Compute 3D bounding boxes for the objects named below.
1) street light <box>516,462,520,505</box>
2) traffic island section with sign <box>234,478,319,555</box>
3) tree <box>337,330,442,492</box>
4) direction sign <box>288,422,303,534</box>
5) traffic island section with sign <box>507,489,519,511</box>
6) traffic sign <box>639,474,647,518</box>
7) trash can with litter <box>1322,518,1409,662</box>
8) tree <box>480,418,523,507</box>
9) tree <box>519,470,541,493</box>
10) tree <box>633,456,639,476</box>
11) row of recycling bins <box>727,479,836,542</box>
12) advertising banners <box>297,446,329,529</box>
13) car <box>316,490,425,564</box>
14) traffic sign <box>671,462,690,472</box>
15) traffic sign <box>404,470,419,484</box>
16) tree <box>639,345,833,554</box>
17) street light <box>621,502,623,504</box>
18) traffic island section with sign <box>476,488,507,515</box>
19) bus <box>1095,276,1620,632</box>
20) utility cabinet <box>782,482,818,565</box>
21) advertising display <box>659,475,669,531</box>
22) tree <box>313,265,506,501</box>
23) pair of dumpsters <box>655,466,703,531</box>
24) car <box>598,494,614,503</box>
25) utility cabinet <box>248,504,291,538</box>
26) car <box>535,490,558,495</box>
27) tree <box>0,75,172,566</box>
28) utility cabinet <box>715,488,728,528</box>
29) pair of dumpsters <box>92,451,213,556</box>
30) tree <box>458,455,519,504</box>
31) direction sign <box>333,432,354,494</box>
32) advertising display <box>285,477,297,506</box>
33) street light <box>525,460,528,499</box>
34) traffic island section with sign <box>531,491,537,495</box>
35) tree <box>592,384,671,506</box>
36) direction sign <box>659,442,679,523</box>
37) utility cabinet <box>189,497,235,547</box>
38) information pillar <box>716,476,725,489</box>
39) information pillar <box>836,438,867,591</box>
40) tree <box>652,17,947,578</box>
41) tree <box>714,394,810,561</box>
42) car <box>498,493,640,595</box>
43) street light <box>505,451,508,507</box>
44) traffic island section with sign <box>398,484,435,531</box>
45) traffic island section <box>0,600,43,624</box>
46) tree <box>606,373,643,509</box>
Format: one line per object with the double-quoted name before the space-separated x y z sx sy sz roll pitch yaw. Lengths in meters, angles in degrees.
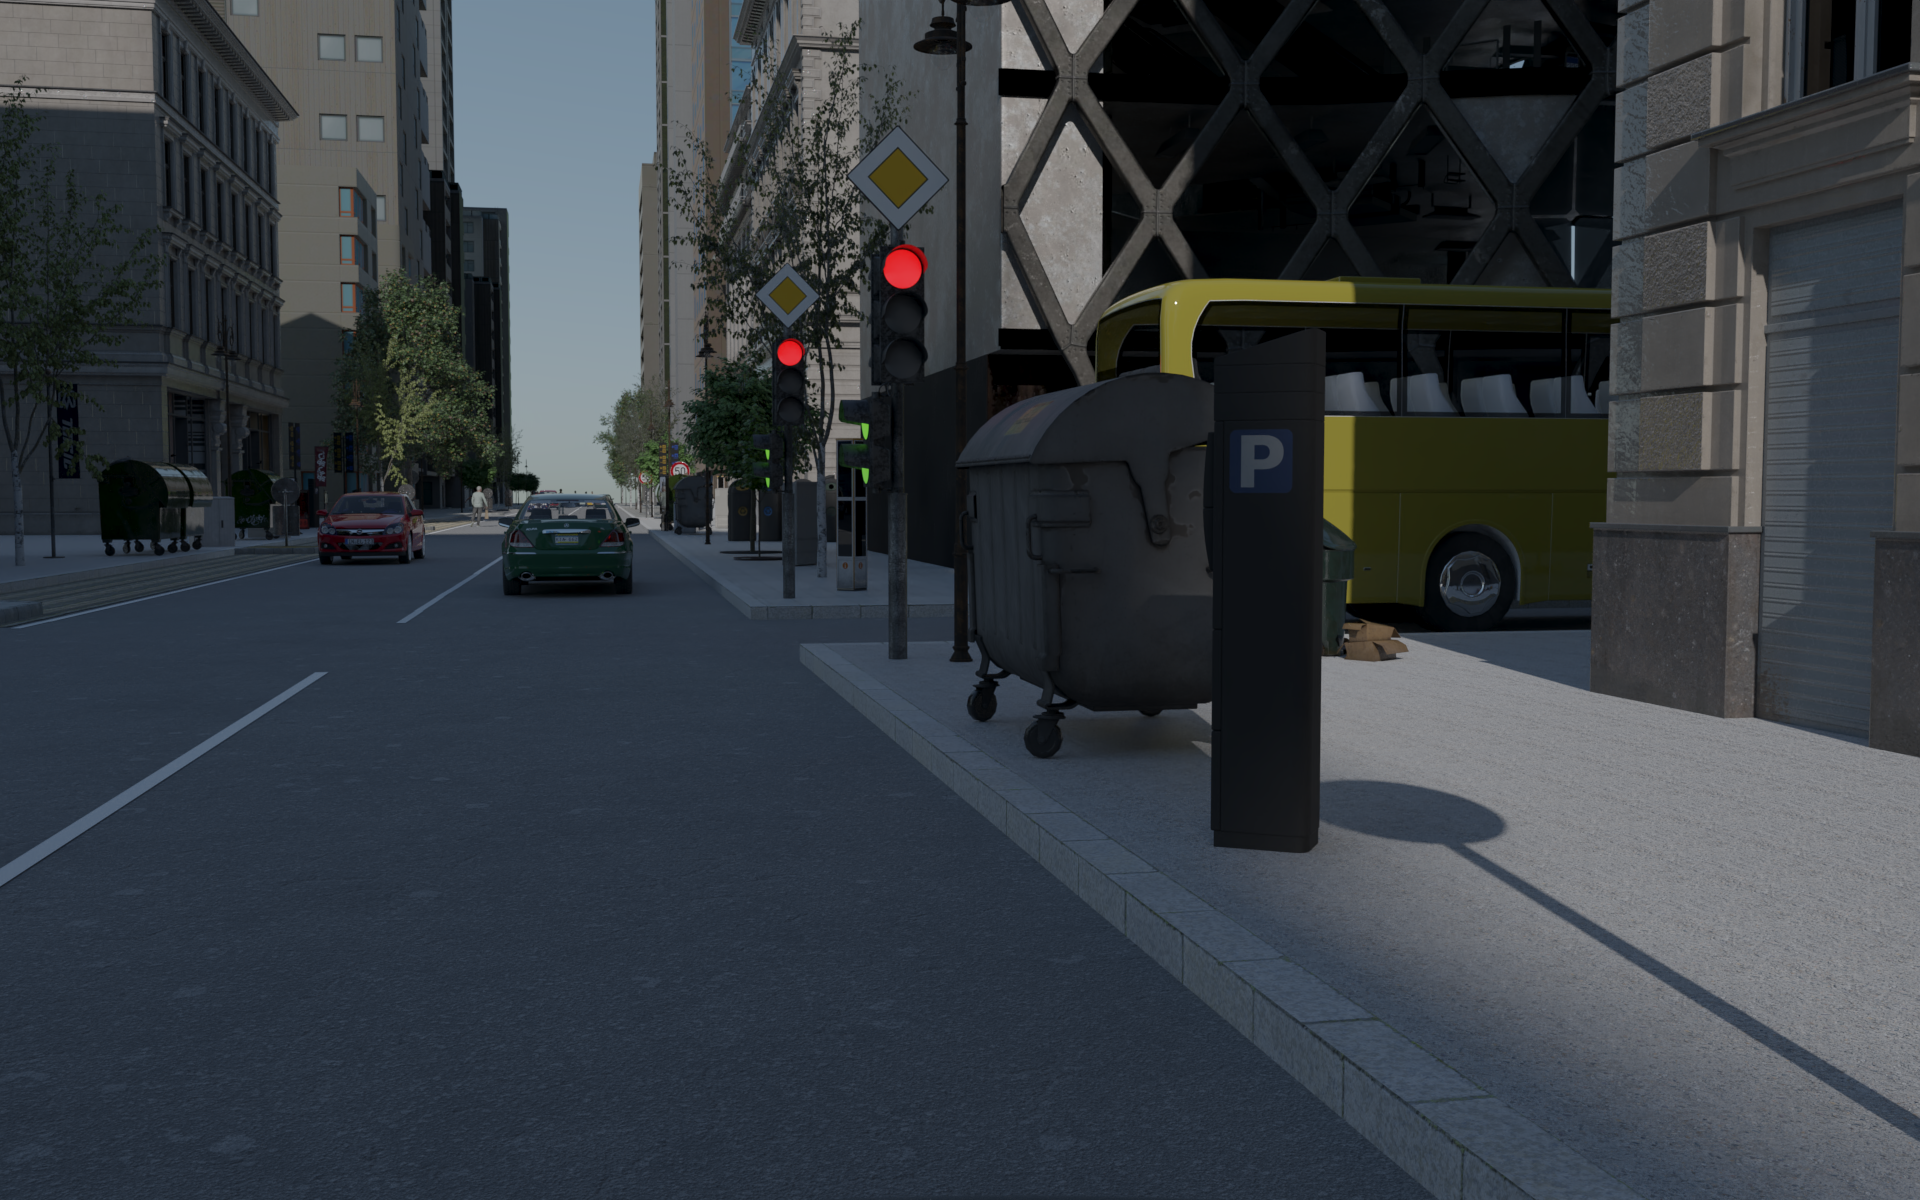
"street light" -51.391 -13.985 201.442 0.468 5.910 1.993 -1 4 -12
"traffic island section with sign" -16.282 -2.028 41.784 1.989 1.847 2.006 -1 4 -12
"tree" -26.016 -7.838 78.513 4.737 8.622 4.395 0 3 0
"direction sign" -21.129 -3.857 55.057 0.379 3.537 0.876 0 3 0
"traffic island section with sign" -37.371 -8.259 143.669 1.989 1.847 2.006 -1 4 -12
"traffic sign" -16.886 -5.693 93.185 0.768 2.556 0.104 0 4 -7
"trash can with litter" 3.037 -0.139 13.652 1.055 1.170 0.624 3 5 45
"tree" -44.789 -13.300 167.819 4.360 8.622 3.978 0 3 0
"tree" -56.176 -14.382 218.862 4.285 4.588 4.351 0 3 0
"tree" -15.236 -6.502 90.027 4.285 4.588 4.351 0 3 0
"row of recycling bins" -4.681 -2.431 46.853 3.534 1.692 1.069 1 4 20
"advertising banners" -23.911 -4.076 62.828 2.074 3.025 0.090 -3 4 -36
"car" -12.463 -1.698 36.799 2.155 1.783 4.494 -1 4 -11
"traffic sign" -10.965 -4.150 67.951 0.768 2.556 0.104 0 4 -2
"traffic sign" -29.341 -5.663 92.688 0.768 2.556 0.104 0 4 -3
"tree" -4.483 -3.291 37.514 4.285 4.588 4.351 0 3 0
"street light" -38.548 -13.881 199.735 0.468 5.910 1.993 -1 4 -12
"traffic island section with sign" -31.911 -6.645 117.271 1.989 1.847 2.006 -1 4 -12
"bus" 7.705 -1.691 19.197 12.252 3.916 2.896 -1 4 -12
"utility cabinet" -2.820 -1.377 31.192 0.318 1.500 1.173 1 4 21
"advertising display" -10.234 -3.347 59.945 0.123 1.923 0.974 -1 4 -22
"tree" -27.700 -10.401 87.064 9.611 12.733 9.660 0 3 0
"pair of dumpsters" -10.185 -3.689 62.815 1.574 2.255 4.437 -1 4 -12
"car" -32.296 -8.985 156.694 2.009 1.686 4.222 -1 4 -14
"utility cabinet" -20.044 -2.542 50.245 1.173 1.500 0.318 0 4 8
"car" -36.931 -8.970 155.334 2.281 1.827 5.304 -1 4 -13
"tree" -16.605 -4.912 30.668 4.737 8.622 4.395 0 3 0
"utility cabinet" -8.536 -3.422 64.621 1.173 1.500 0.318 1 4 13
"pair of dumpsters" -17.551 -2.155 37.730 1.574 2.255 4.437 -1 4 -12
"tree" -38.280 -9.394 137.312 4.285 4.588 4.351 0 3 0
"direction sign" -22.597 -4.377 63.569 0.876 3.537 0.379 1 4 20
"advertising display" -25.712 -3.754 66.589 0.123 1.923 0.974 0 4 1
"street light" -56.874 -15.563 227.242 0.468 5.910 1.993 -1 4 -12
"traffic island section with sign" -48.576 -11.567 197.741 1.989 1.847 2.006 -1 4 -12
"tree" -33.564 -16.149 181.042 9.611 12.733 9.660 0 3 0
"direction sign" -12.752 -5.132 75.908 0.876 3.537 0.379 -2 4 -25
"utility cabinet" -18.203 -1.895 42.147 0.306 1.237 1.020 3 5 41
"information pillar" -9.751 -4.038 70.516 0.304 2.012 0.304 -1 4 -16
"information pillar" -1.435 -1.130 22.965 0.304 2.012 0.304 2 4 34
"tree" -2.365 -4.650 26.390 4.360 8.622 3.978 0 3 0
"tree" -4.035 -2.395 33.757 1.663 3.219 1.824 0 3 0
"car" -5.882 -0.874 26.082 2.131 1.459 4.920 -1 4 -12
"street light" -46.230 -12.450 176.340 0.468 5.910 1.993 -1 4 -12
"traffic island section with sign" -21.753 -3.642 68.180 1.989 1.847 2.006 -1 4 -12
"traffic island section" -11.621 0.179 19.355 2.009 0.180 2.903 -1 4 -12
"tree" -18.386 -9.286 102.187 4.360 8.622 3.978 0 3 0
